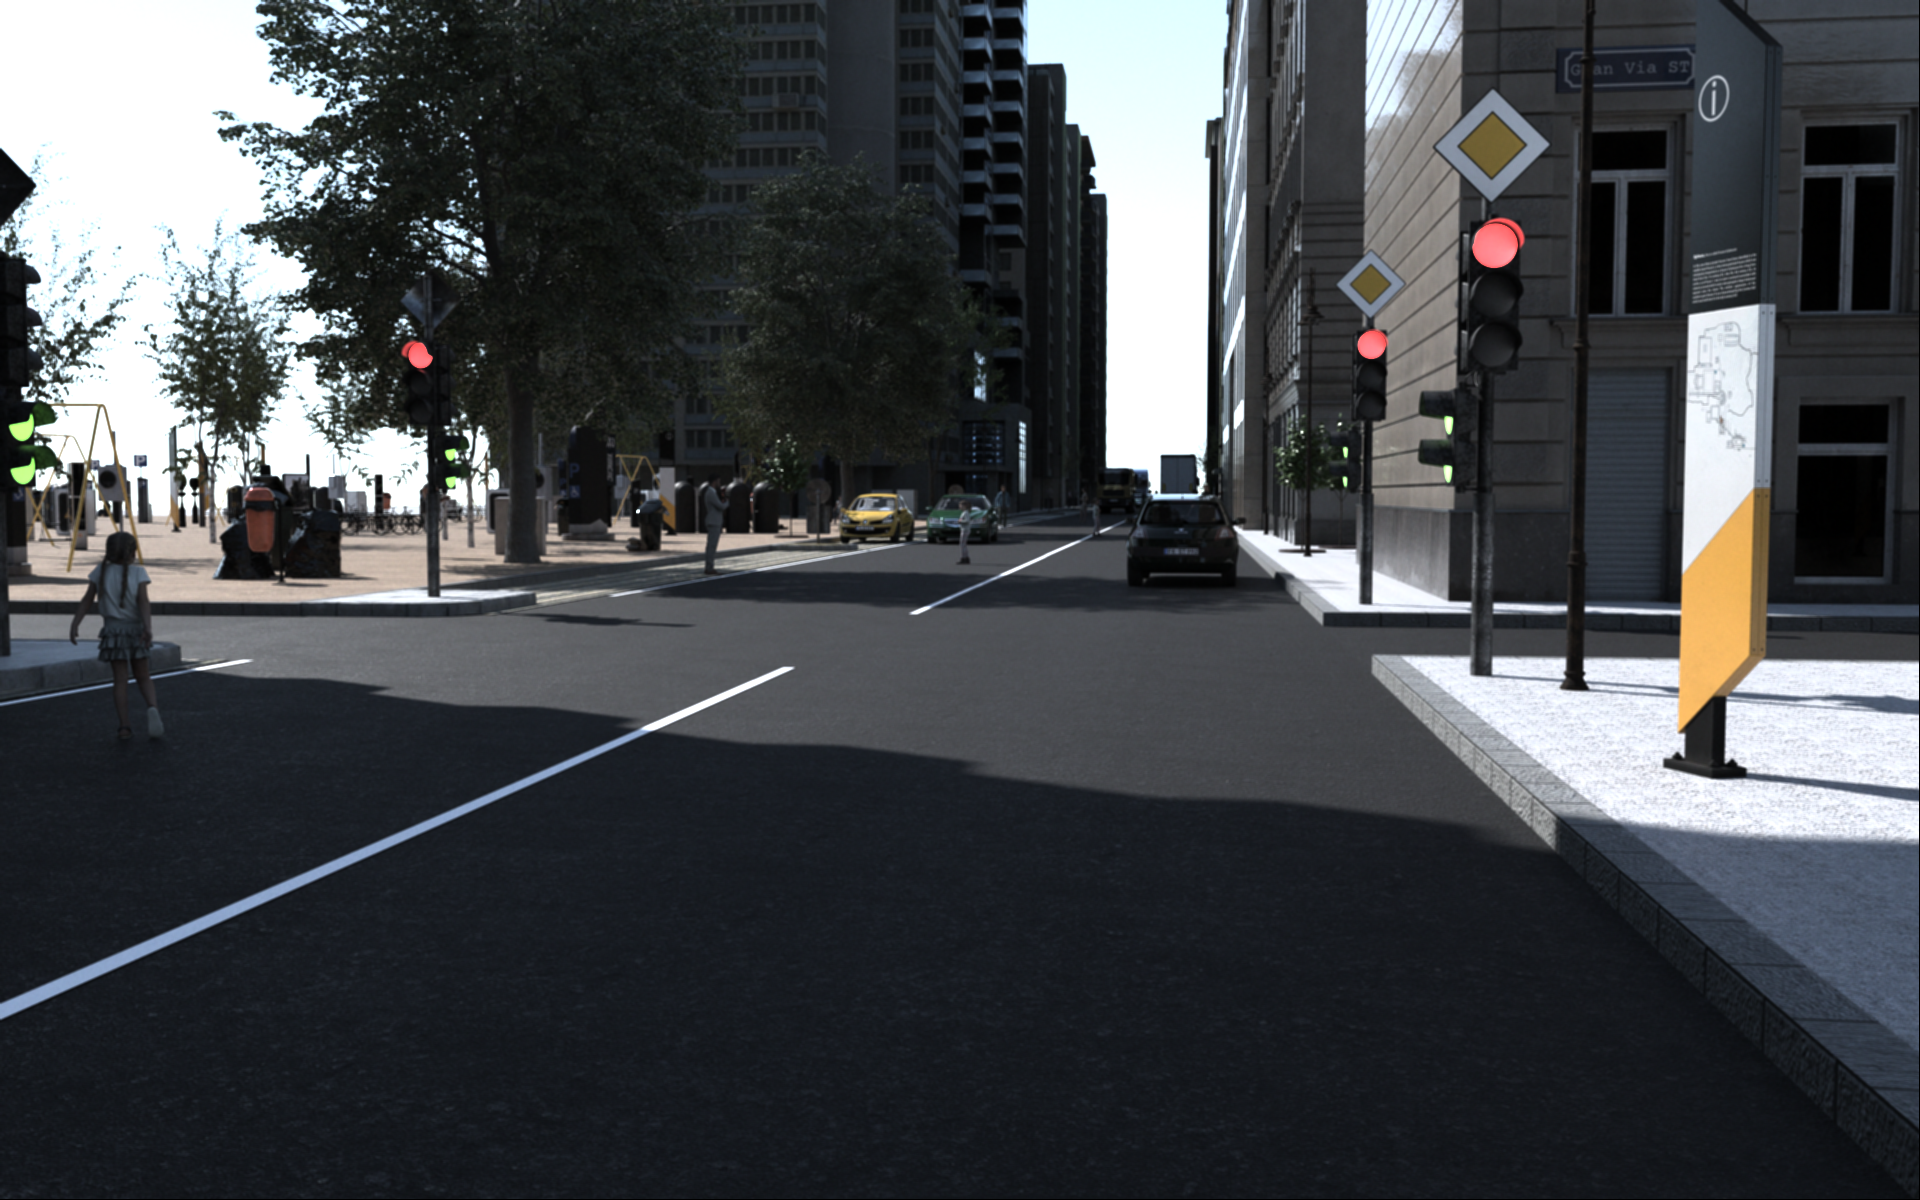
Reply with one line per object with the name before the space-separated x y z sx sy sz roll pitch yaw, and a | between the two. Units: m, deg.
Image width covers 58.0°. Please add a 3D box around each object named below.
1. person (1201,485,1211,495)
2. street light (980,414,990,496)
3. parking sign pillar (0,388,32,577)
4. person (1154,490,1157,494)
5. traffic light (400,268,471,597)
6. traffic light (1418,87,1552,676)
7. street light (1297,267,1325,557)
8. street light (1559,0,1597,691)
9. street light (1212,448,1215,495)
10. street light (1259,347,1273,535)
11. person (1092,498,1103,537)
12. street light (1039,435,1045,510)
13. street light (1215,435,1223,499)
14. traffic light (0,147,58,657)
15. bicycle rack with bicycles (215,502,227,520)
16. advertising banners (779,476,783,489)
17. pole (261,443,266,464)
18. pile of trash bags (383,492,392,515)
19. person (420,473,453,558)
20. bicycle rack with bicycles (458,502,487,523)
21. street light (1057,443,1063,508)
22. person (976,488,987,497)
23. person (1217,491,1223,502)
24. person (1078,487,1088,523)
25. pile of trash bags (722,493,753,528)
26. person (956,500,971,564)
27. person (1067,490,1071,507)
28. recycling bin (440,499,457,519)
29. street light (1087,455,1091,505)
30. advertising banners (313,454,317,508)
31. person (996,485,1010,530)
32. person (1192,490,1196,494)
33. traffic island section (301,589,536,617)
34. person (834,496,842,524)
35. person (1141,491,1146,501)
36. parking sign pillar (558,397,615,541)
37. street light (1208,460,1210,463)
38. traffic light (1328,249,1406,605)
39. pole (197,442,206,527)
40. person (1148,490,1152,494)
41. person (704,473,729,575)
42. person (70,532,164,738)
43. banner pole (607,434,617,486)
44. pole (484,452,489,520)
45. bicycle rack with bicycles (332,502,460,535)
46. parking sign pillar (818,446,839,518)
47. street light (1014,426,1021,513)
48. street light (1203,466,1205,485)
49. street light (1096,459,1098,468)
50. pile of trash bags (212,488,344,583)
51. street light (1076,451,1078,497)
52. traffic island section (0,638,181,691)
person | 9.274 -3.630 68.073 1.509 1.804 0.699 1 4 19
street light | 1.391 -7.655 97.944 0.468 5.910 1.993 0 4 7
parking sign pillar | -15.380 -2.360 27.055 1.447 3.967 1.447 0 4 -1
person | 18.771 -9.613 165.771 0.705 1.812 1.348 1 4 19
traffic light | -6.558 -1.994 21.526 0.839 4.253 0.868 0 4 7
traffic light | 3.673 -1.421 12.154 0.839 4.253 0.868 0 4 7
street light | 7.152 -3.833 35.455 0.468 5.910 1.993 0 4 7
street light | 4.037 -2.350 11.202 0.468 5.910 1.993 0 4 7
street light | 22.338 -10.909 151.142 0.468 5.910 1.993 0 4 7
street light | 9.686 -5.006 54.629 0.468 5.910 1.993 0 4 7
person | 4.597 -2.764 57.968 0.394 1.301 0.425 0 4 1
street light | 6.419 -10.020 136.619 0.468 5.910 1.993 0 4 7
street light | 19.902 -9.749 132.189 0.468 5.910 1.993 0 4 7
traffic light | -7.595 -1.510 13.609 0.839 4.253 0.868 0 4 7
bicycle rack with bicycles | -35.620 -4.423 85.702 2.925 0.926 2.852 3 5 44
advertising banners | -10.126 -5.848 91.808 2.074 3.025 0.090 0 4 -2
pole | -27.852 -4.615 69.295 0.158 3.312 0.155 0 3 0
pile of trash bags | -32.208 -5.076 92.741 3.447 1.369 1.912 -1 4 -14
person | -10.509 -1.726 34.625 0.532 1.782 0.716 1 4 13
bicycle rack with bicycles | -22.903 -4.026 79.207 2.925 0.926 2.852 2 4 28
street light | 8.999 -11.178 155.553 0.468 5.910 1.993 0 4 7
person | 1.437 -7.095 122.770 1.217 1.735 0.721 1 4 9
person | 18.514 -7.057 121.357 1.348 1.831 0.705 0 4 -6
person | 6.112 -4.715 85.938 0.374 1.781 0.599 -1 4 -17
pile of trash bags | -8.754 -3.452 66.191 1.912 1.369 3.447 3 4 38
person | 0.073 -1.387 35.459 0.394 1.301 0.425 -2 4 -24
person | 10.430 -9.733 166.110 0.436 1.711 0.756 1 4 8
recycling bin | -26.535 -4.714 89.625 0.722 1.027 0.722 2 4 25
street light | 14.877 -13.921 200.394 0.468 5.910 1.993 0 4 7
advertising banners | -27.608 -4.767 74.127 0.090 3.025 2.074 -1 4 -23
person | 1.732 -3.719 69.642 0.601 1.785 0.444 0 4 -6
person | 15.026 -6.284 112.070 0.721 1.723 1.217 -1 4 -15
traffic island section | -6.596 0.038 21.666 2.009 0.180 2.903 0 4 7
person | -5.117 -3.833 73.726 0.382 1.210 0.505 3 5 41
person | 17.058 -9.247 160.614 0.530 1.710 0.541 -2 4 -31
parking sign pillar | -10.252 -3.621 47.680 1.447 3.967 1.447 1 4 21
street light | 24.841 -12.067 170.086 0.468 5.910 1.993 0 4 7
traffic light | 4.710 -1.905 20.072 0.839 4.253 0.868 0 4 7
pole | -29.612 -4.512 67.608 0.158 3.312 0.155 0 3 0
person | 13.068 -6.651 118.062 0.721 1.723 1.217 1 4 17
person | -4.302 -1.346 30.687 0.466 1.800 0.511 -2 4 -26
person | -4.938 0.207 10.129 0.505 1.210 0.382 -1 4 -18
banner pole | -12.970 -4.494 63.500 0.863 3.779 0.401 -3 4 -37
pole | -22.973 -5.519 84.073 0.158 3.312 0.155 0 3 0
bicycle rack with bicycles | -17.942 -2.562 55.278 2.925 0.926 2.852 0 4 2
parking sign pillar | -7.159 -6.388 92.915 1.447 3.967 1.447 1 4 20
street light | 3.953 -8.853 117.536 0.468 5.910 1.993 0 4 7
street light | 33.064 -15.913 232.958 0.468 5.910 1.993 0 4 7
street light | 17.465 -15.163 220.703 0.468 5.910 1.993 0 4 7
pile of trash bags | -10.441 -1.018 26.403 1.912 1.369 3.447 -1 4 -15
street light | 12.180 -12.731 180.935 0.468 5.910 1.993 0 4 7
traffic island section | -7.633 0.522 13.748 2.009 0.180 2.903 0 4 7
